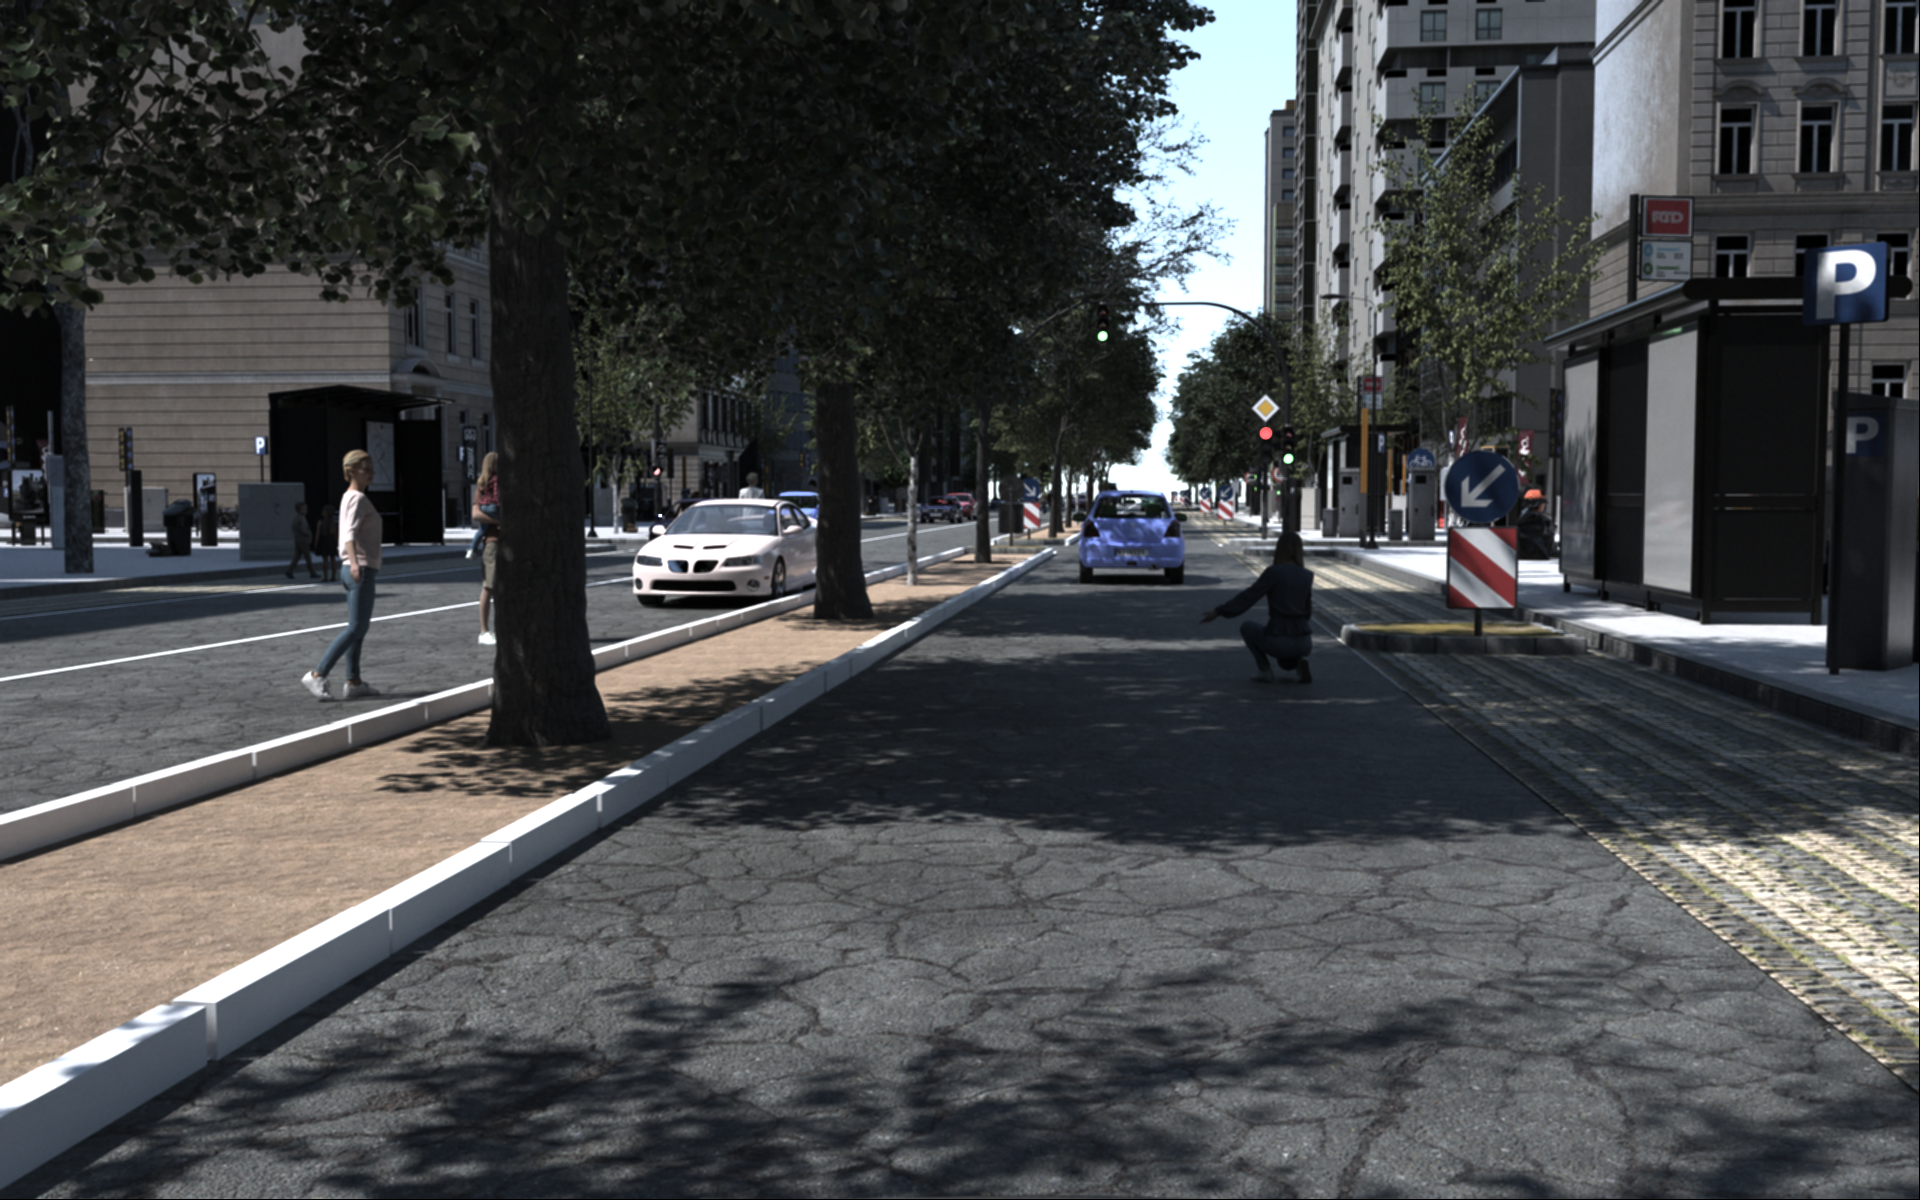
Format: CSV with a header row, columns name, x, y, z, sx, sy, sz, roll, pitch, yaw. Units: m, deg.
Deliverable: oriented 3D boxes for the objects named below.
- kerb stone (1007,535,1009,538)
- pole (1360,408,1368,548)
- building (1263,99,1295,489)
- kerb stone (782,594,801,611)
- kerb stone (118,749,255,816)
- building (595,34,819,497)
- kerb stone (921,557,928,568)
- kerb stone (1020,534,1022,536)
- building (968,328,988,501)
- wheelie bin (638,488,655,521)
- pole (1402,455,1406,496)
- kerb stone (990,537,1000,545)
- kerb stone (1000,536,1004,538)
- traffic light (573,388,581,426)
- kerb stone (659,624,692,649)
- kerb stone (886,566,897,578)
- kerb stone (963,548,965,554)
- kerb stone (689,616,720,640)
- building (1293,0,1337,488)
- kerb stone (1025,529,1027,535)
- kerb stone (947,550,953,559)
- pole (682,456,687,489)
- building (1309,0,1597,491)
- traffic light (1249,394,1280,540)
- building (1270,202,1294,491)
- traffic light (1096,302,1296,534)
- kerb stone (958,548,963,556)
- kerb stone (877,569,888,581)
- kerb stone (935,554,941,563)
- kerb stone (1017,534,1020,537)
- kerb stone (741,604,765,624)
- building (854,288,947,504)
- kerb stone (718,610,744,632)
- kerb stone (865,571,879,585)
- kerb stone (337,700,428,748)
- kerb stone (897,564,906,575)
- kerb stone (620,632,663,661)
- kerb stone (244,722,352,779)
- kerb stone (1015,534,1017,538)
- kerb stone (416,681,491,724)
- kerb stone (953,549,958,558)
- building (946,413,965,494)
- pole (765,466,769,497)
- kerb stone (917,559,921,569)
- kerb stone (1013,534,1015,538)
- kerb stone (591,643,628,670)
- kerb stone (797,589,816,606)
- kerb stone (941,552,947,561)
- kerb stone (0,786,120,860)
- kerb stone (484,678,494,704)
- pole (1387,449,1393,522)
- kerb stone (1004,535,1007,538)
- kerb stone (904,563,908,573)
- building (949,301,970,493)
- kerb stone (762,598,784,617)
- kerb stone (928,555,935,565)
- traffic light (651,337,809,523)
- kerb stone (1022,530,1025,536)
name,x,y,z,sx,sy,sz,roll,pitch,yaw
kerb stone,1.323,-1.856,52.546,0.120,0.150,1.000,0,4,6
pole,9.597,-2.893,41.137,0.158,3.312,0.155,0,3,0
building,56.866,-44.183,264.393,21.231,58.520,28.212,0,4,6
kerb stone,-2.150,0.058,21.376,0.120,0.150,1.000,0,4,6
kerb stone,-3.637,0.860,8.132,0.120,0.150,1.000,0,4,6
building,-22.231,-36.665,141.466,21.231,58.520,28.212,0,4,6
kerb stone,-0.790,-0.699,33.627,0.120,0.150,1.000,0,4,6
kerb stone,1.895,-2.162,57.642,0.120,0.150,1.000,0,4,6
building,-3.104,-36.366,278.183,14.154,41.232,14.086,0,4,6
wheelie bin,-15.014,-4.616,83.386,0.980,1.594,0.693,0,4,-1
pole,23.090,-5.886,90.086,0.158,3.312,0.155,0,3,0
kerb stone,0.974,-1.670,49.493,0.120,0.150,1.000,0,4,6
kerb stone,1.094,-1.729,50.514,0.120,0.150,1.000,0,4,6
traffic light,-9.722,-3.293,42.768,0.839,4.253,0.868,0,4,6
kerb stone,-2.734,0.362,16.291,0.120,0.150,1.000,0,4,6
kerb stone,-1.243,-0.449,29.530,0.120,0.150,1.000,0,4,6
kerb stone,0.012,-1.136,40.769,0.120,0.150,1.000,0,4,6
kerb stone,-2.609,0.299,17.312,0.120,0.150,1.000,0,4,6
building,52.362,-48.141,225.352,20.563,71.187,20.611,0,4,6
kerb stone,2.127,-2.291,59.674,0.120,0.150,1.000,0,4,6
kerb stone,-0.331,-0.943,37.705,0.120,0.150,1.000,0,4,6
pole,-14.935,-6.121,93.916,0.158,3.312,0.155,0,3,0
building,49.934,-35.566,170.746,28.713,52.752,27.495,0,4,6
traffic light,8.570,-3.661,48.784,0.839,4.253,0.868,0,4,6
building,50.904,-34.267,243.852,14.154,41.232,14.086,0,4,6
traffic light,5.595,-4.053,40.938,4.771,5.953,1.251,0,4,6
kerb stone,-0.096,-1.074,39.752,0.120,0.150,1.000,0,4,6
kerb stone,-1.367,-0.384,28.515,0.120,0.150,1.000,0,4,6
kerb stone,-0.560,-0.824,35.668,0.120,0.150,1.000,0,4,6
kerb stone,1.780,-2.106,56.626,0.120,0.150,1.000,0,4,6
kerb stone,-2.373,0.177,19.343,0.120,0.150,1.000,0,4,6
building,-9.478,-27.973,229.058,14.160,30.474,14.107,0,4,6
kerb stone,-2.490,0.243,18.328,0.120,0.150,1.000,0,4,6
kerb stone,-1.471,-0.322,27.498,0.120,0.150,1.000,0,4,6
kerb stone,-3.405,0.735,10.173,0.120,0.150,1.000,0,4,6
kerb stone,-1.133,-0.510,30.564,0.120,0.150,1.000,0,4,6
kerb stone,-2.839,0.423,15.274,0.120,0.150,1.000,0,4,6
kerb stone,-3.516,0.801,9.147,0.120,0.150,1.000,0,4,6
kerb stone,1.662,-2.043,55.600,0.120,0.150,1.000,0,4,6
kerb stone,-3.295,0.673,11.200,0.120,0.150,1.000,0,4,6
kerb stone,-0.213,-1.012,38.736,0.120,0.150,1.000,0,4,6
building,-9.979,-49.407,246.053,20.563,71.187,20.611,0,4,6
pole,-12.232,-7.084,109.668,0.158,3.312,0.155,0,3,0
kerb stone,-0.903,-0.635,32.611,0.120,0.150,1.000,0,4,6
kerb stone,1.556,-1.980,54.584,0.120,0.150,1.000,0,4,6
kerb stone,-2.961,0.490,14.251,0.120,0.150,1.000,0,4,6
kerb stone,-2.034,-0.012,22.391,0.120,0.150,1.000,0,4,6
kerb stone,-0.442,-0.885,36.688,0.120,0.150,1.000,0,4,6
kerb stone,-3.744,0.922,7.115,0.120,0.150,1.000,0,4,6
kerb stone,-3.180,0.610,12.218,0.120,0.150,1.000,0,4,6
pole,19.474,-5.173,78.423,0.158,3.312,0.155,0,3,0
kerb stone,1.209,-1.794,51.531,0.120,0.150,1.000,0,4,6
kerb stone,-1.012,-0.574,31.579,0.120,0.150,1.000,0,4,6
building,-6.066,-37.558,264.184,14.600,45.320,14.200,0,4,6
kerb stone,-2.264,0.116,20.360,0.120,0.150,1.000,0,4,6
kerb stone,-0.670,-0.762,34.652,0.120,0.150,1.000,0,4,6
traffic light,-6.747,-4.639,50.508,4.771,5.953,1.251,0,4,6
kerb stone,2.007,-2.223,58.659,0.120,0.150,1.000,0,4,6
